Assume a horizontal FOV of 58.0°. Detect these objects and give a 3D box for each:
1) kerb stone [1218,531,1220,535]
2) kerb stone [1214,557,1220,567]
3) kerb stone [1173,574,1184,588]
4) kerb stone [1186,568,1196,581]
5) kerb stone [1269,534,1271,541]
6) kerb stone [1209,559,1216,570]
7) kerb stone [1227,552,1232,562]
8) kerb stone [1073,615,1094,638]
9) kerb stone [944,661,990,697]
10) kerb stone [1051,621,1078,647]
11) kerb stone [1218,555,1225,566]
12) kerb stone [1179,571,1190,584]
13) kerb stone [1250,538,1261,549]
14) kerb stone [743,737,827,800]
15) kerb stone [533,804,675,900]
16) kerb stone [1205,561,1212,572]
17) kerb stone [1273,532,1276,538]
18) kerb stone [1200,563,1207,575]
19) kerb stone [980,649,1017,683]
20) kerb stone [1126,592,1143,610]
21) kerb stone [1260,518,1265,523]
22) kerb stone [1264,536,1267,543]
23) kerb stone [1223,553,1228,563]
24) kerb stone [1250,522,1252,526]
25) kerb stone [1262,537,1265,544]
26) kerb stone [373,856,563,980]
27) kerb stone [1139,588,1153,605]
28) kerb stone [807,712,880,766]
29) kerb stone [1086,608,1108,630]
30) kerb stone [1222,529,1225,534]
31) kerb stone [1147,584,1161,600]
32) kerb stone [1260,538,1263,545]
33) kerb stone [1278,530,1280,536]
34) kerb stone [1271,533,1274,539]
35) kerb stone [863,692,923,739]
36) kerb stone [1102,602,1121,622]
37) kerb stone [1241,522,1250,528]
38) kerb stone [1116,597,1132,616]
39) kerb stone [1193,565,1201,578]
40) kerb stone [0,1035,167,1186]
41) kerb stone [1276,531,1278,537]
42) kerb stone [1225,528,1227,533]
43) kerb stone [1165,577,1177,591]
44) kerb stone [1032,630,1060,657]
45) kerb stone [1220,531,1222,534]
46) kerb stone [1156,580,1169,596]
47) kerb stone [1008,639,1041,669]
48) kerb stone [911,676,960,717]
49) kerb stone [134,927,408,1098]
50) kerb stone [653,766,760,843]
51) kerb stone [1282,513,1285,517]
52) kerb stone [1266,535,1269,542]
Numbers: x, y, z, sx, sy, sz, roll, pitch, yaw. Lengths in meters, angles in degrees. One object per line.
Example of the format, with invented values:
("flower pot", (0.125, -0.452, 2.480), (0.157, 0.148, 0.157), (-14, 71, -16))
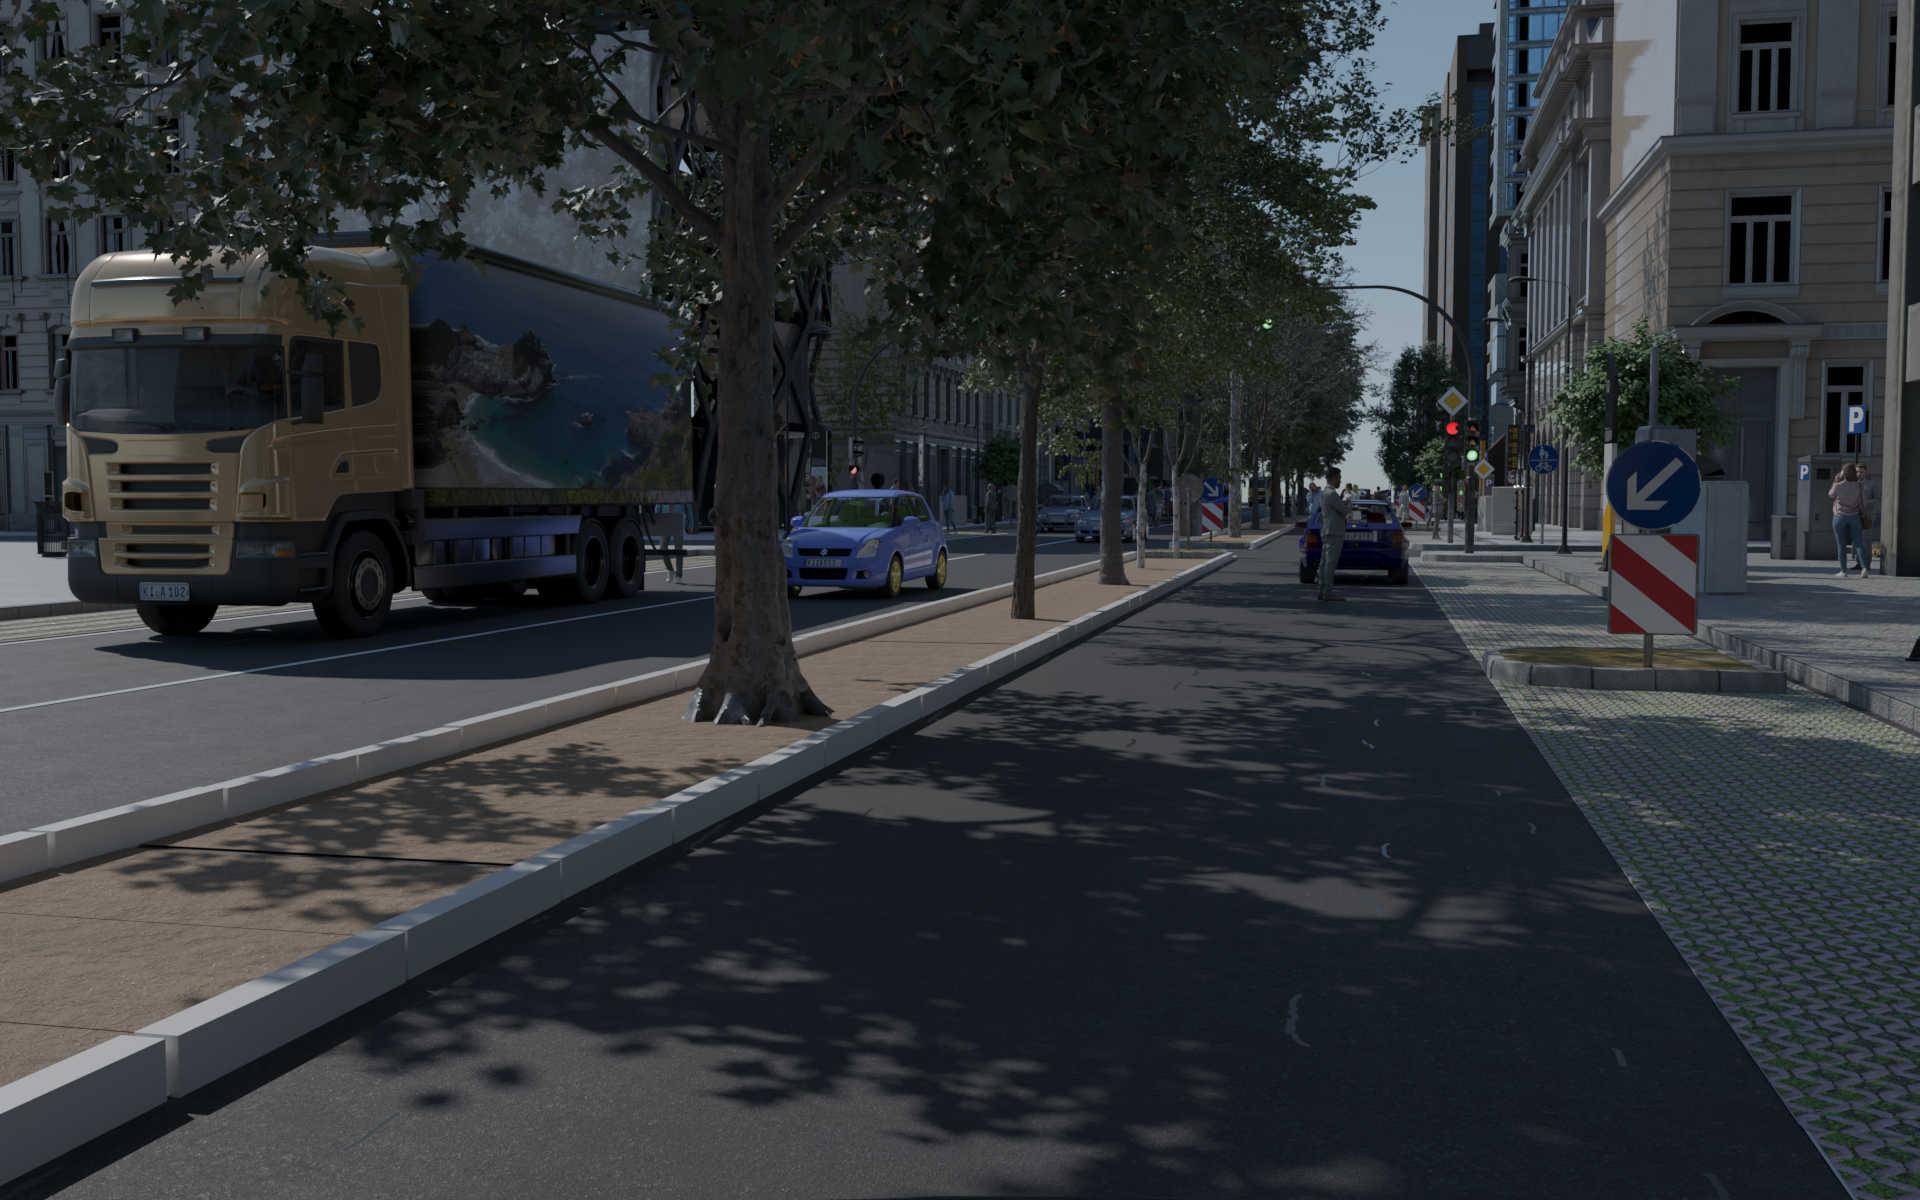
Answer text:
("kerb stone", (8.738, -2.273, 59.487), (0.120, 0.150, 1.000), (1, 4, 13))
("kerb stone", (4.899, -0.698, 33.606), (0.120, 0.150, 1.000), (1, 4, 13))
("kerb stone", (3.287, -0.266, 26.610), (0.120, 0.150, 1.000), (1, 4, 13))
("kerb stone", (3.746, -0.392, 28.608), (0.120, 0.150, 1.000), (1, 4, 13))
("kerb stone", (9.174, -1.827, 52.074), (0.120, 0.150, 1.000), (1, 4, 13))
("kerb stone", (4.678, -0.637, 32.603), (0.120, 0.150, 1.000), (1, 4, 13))
("kerb stone", (5.603, -0.880, 36.606), (0.120, 0.150, 1.000), (1, 4, 13))
("kerb stone", (1.203, 0.285, 17.596), (0.120, 0.150, 1.000), (1, 4, 13))
("kerb stone", (0.034, 0.587, 12.606), (0.120, 0.150, 1.000), (1, 4, 13))
("kerb stone", (0.968, 0.342, 16.599), (0.120, 0.150, 1.000), (1, 4, 13))
("kerb stone", (5.139, -0.759, 34.605), (0.120, 0.150, 1.000), (1, 4, 13))
("kerb stone", (3.521, -0.331, 27.605), (0.120, 0.150, 1.000), (1, 4, 13))
("kerb stone", (8.027, -1.521, 47.076), (0.120, 0.150, 1.000), (1, 4, 13))
("kerb stone", (-0.881, 0.838, 8.600), (0.120, 0.150, 1.000), (1, 4, 13))
("kerb stone", (-1.349, 0.954, 6.605), (0.120, 0.150, 1.000), (1, 4, 13))
("kerb stone", (4.448, -0.575, 31.599), (0.120, 0.150, 1.000), (1, 4, 13))
("kerb stone", (9.877, -2.010, 55.065), (0.120, 0.150, 1.000), (1, 4, 13))
("kerb stone", (4.208, -0.514, 30.603), (0.120, 0.150, 1.000), (1, 4, 13))
("kerb stone", (0.272, 0.526, 13.600), (0.120, 0.150, 1.000), (1, 4, 13))
("kerb stone", (2.125, 0.037, 21.598), (0.120, 0.150, 1.000), (1, 4, 13))
("kerb stone", (15.679, -4.114, 89.481), (0.120, 0.150, 1.000), (1, 4, 13))
("kerb stone", (8.715, -1.705, 50.073), (0.120, 0.150, 1.000), (1, 4, 13))
("kerb stone", (5.366, -0.820, 35.602), (0.120, 0.150, 1.000), (1, 4, 13))
("kerb stone", (12.681, -3.320, 76.472), (0.120, 0.150, 1.000), (1, 4, 13))
("kerb stone", (8.487, -1.644, 49.077), (0.120, 0.150, 1.000), (1, 4, 13))
("kerb stone", (-1.572, 1.015, 5.602), (0.120, 0.150, 1.000), (1, 4, 13))
("kerb stone", (2.363, -0.023, 22.605), (0.120, 0.150, 1.000), (1, 4, 13))
("kerb stone", (-0.649, 0.771, 9.596), (0.120, 0.150, 1.000), (1, 4, 13))
("kerb stone", (1.434, 0.220, 18.599), (0.120, 0.150, 1.000), (1, 4, 13))
("kerb stone", (9.208, -2.402, 61.475), (0.120, 0.150, 1.000), (1, 4, 13))
("kerb stone", (2.594, -0.086, 23.608), (0.120, 0.150, 1.000), (1, 4, 13))
("kerb stone", (8.255, -1.583, 48.081), (0.120, 0.150, 1.000), (1, 4, 13))
("kerb stone", (10.571, -2.194, 58.072), (0.120, 0.150, 1.000), (1, 4, 13))
("kerb stone", (9.648, -1.949, 54.068), (0.120, 0.150, 1.000), (1, 4, 13))
("kerb stone", (-0.422, 0.709, 10.604), (0.120, 0.150, 1.000), (1, 4, 13))
("kerb stone", (1.660, 0.162, 19.596), (0.120, 0.150, 1.000), (1, 4, 13))
("kerb stone", (12.447, -3.257, 75.468), (0.120, 0.150, 1.000), (1, 4, 13))
("kerb stone", (1.888, 0.104, 20.593), (0.120, 0.150, 1.000), (1, 4, 13))
("kerb stone", (3.978, -0.453, 29.604), (0.120, 0.150, 1.000), (1, 4, 13))
("kerb stone", (-2.042, 1.137, 3.610), (0.120, 0.150, 1.000), (1, 4, 13))
("kerb stone", (10.115, -2.071, 56.070), (0.120, 0.150, 1.000), (1, 4, 13))
("kerb stone", (9.429, -2.463, 62.473), (0.120, 0.150, 1.000), (1, 4, 13))
("kerb stone", (3.053, -0.209, 25.612), (0.120, 0.150, 1.000), (1, 4, 13))
("kerb stone", (0.736, 0.409, 15.593), (0.120, 0.150, 1.000), (1, 4, 13))
("kerb stone", (8.974, -2.342, 60.481), (0.120, 0.150, 1.000), (1, 4, 13))
("kerb stone", (2.822, -0.148, 24.616), (0.120, 0.150, 1.000), (1, 4, 13))
("kerb stone", (0.508, 0.467, 14.596), (0.120, 0.150, 1.000), (1, 4, 13))
("kerb stone", (-0.185, 0.651, 11.601), (0.120, 0.150, 1.000), (1, 4, 13))
("kerb stone", (-1.797, 1.076, 4.604), (0.120, 0.150, 1.000), (1, 4, 13))
("kerb stone", (-1.114, 0.893, 7.600), (0.120, 0.150, 1.000), (1, 4, 13))
("kerb stone", (21.706, -5.706, 115.494), (0.120, 0.150, 1.000), (1, 4, 13))
("kerb stone", (8.951, -1.766, 51.067), (0.120, 0.150, 1.000), (1, 4, 13))
